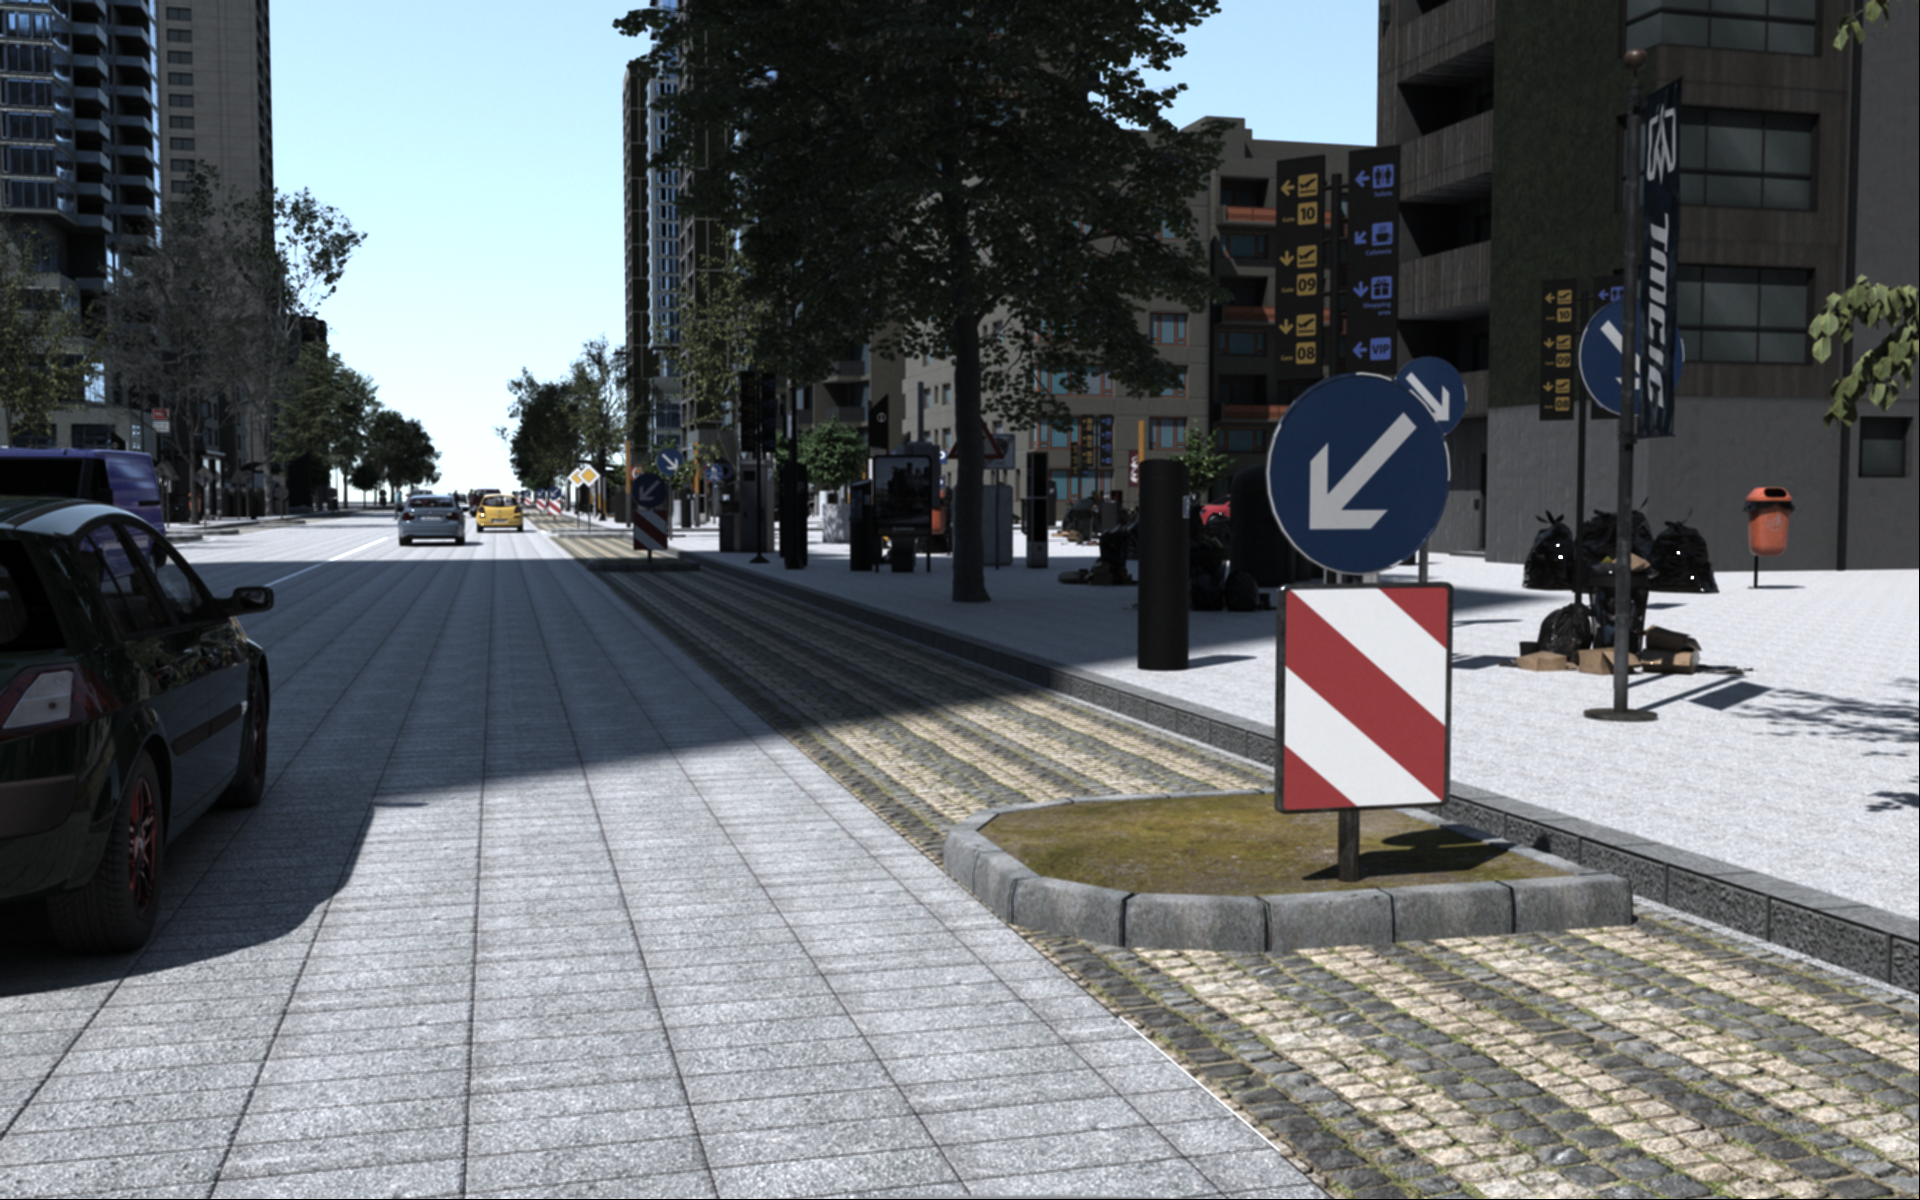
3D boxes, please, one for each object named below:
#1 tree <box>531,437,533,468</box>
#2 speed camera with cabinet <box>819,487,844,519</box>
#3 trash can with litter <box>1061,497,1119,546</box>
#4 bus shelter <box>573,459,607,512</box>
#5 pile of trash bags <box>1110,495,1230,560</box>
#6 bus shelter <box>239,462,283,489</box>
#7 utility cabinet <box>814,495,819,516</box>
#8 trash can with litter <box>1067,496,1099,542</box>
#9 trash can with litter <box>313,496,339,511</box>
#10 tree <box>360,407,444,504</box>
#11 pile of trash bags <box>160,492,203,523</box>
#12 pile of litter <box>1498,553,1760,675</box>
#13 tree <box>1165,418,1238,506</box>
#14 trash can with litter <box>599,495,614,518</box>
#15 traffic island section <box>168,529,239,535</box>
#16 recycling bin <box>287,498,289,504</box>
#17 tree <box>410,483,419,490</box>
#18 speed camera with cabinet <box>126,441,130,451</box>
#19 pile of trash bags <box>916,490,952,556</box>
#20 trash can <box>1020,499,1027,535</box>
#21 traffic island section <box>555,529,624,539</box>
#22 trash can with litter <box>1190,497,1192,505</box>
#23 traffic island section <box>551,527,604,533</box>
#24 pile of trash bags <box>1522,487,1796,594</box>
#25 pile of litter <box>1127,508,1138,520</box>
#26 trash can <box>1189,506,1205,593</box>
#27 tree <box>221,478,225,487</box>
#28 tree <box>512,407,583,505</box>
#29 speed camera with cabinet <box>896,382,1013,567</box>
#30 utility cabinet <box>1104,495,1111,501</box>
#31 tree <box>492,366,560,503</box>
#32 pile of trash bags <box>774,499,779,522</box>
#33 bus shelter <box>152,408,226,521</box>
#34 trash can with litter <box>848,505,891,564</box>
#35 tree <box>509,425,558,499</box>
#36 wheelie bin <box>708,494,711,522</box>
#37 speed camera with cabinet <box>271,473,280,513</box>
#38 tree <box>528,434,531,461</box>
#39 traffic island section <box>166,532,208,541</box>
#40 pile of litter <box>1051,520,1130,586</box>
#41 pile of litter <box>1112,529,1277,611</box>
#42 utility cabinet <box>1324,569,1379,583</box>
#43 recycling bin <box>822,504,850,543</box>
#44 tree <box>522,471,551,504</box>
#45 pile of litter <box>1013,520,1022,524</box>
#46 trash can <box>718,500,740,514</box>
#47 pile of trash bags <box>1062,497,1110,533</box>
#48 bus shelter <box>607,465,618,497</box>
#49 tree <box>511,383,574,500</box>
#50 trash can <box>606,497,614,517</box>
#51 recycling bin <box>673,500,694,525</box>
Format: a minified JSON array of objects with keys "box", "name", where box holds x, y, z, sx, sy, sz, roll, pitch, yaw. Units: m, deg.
[{"box":[-32.973,-11.937,145.536,4.737,8.622,4.395,0,3,0],"name":"tree"},{"box":[-6.281,-5.801,89.175,2.038,3.252,0.660,-3,5,-43],"name":"speed camera with cabinet"},{"box":[3.537,-1.983,43.480,1.678,1.210,2.233,-3,5,-44],"name":"trash can with litter"},{"box":[-25.814,-7.891,120.296,1.731,3.624,6.357,-1,4,-15],"name":"bus shelter"},{"box":[4.973,-1.489,34.102,3.447,1.369,1.912,-1,4,-21],"name":"pile of trash bags"},{"box":[-45.126,-7.216,111.905,2.014,3.302,5.546,-1,4,-15],"name":"bus shelter"},{"box":[-8.179,-5.625,103.133,1.020,1.237,0.306,-2,4,-31],"name":"utility cabinet"},{"box":[3.292,-2.161,46.718,0.624,1.170,1.055,2,4,24],"name":"trash can with litter"},{"box":[-48.129,-7.341,131.079,2.233,1.210,1.678,0,4,-4],"name":"trash can with litter"},{"box":[-74.609,-19.005,227.734,9.611,12.733,9.660,0,3,0],"name":"tree"},{"box":[-35.284,-4.143,77.483,1.912,1.369,3.447,1,4,19],"name":"pile of trash bags"},{"box":[4.881,0.079,12.672,1.719,0.858,1.176,2,4,31],"name":"pile of litter"},{"box":[5.952,-3.028,44.112,1.663,3.219,1.824,0,3,0],"name":"tree"},{"box":[-18.590,-5.140,95.103,2.233,1.210,1.678,0,4,2],"name":"trash can with litter"},{"box":[-26.713,-2.385,61.268,2.009,0.180,2.903,-1,4,-15],"name":"traffic island section"},{"box":[-43.042,-6.089,112.107,0.722,1.027,0.722,-3,5,-43],"name":"recycling bin"},{"box":[-88.660,-20.210,280.802,4.737,8.622,4.395,0,3,0],"name":"tree"},{"box":[-31.651,-4.295,64.558,2.038,3.252,0.660,-3,5,-40],"name":"speed camera with cabinet"},{"box":[-0.175,-1.700,37.550,1.912,1.369,3.447,1,4,12],"name":"pile of trash bags"},{"box":[2.244,-2.635,54.735,0.748,1.137,0.748,0,3,0],"name":"trash can"},{"box":[-12.145,-2.116,56.878,2.009,0.180,2.903,-1,4,-15],"name":"traffic island section"},{"box":[9.614,-3.799,73.495,0.624,1.170,1.055,-2,4,-25],"name":"trash can with litter"},{"box":[-14.208,-2.588,64.593,2.009,0.180,2.903,-1,4,-15],"name":"traffic island section"},{"box":[9.444,-0.820,23.159,3.447,1.369,1.912,0,4,-5],"name":"pile of trash bags"},{"box":[5.630,-2.424,53.595,1.176,0.858,1.719,1,4,19],"name":"pile of litter"},{"box":[2.618,-0.584,21.207,0.748,1.137,0.748,0,3,0],"name":"trash can"},{"box":[-48.901,-7.299,113.940,1.663,3.219,1.824,0,3,0],"name":"tree"},{"box":[-46.190,-16.452,194.742,9.928,11.665,9.643,0,3,0],"name":"tree"},{"box":[-0.098,-2.243,31.009,2.038,3.252,0.660,-1,4,-18],"name":"speed camera with cabinet"},{"box":[6.489,-4.016,76.826,0.306,1.237,1.020,-2,4,-25],"name":"utility cabinet"},{"box":[-62.188,-24.370,254.338,12.611,20.169,13.585,0,3,0],"name":"tree"},{"box":[-8.389,-4.300,80.064,1.912,1.369,3.447,-1,4,-23],"name":"pile of trash bags"},{"box":[-37.239,-6.479,83.558,2.179,5.291,8.768,-1,4,-15],"name":"bus shelter"},{"box":[-1.478,-1.250,31.819,1.055,1.170,0.624,-2,4,-34],"name":"trash can with litter"},{"box":[-67.660,-22.594,276.069,9.857,13.997,8.962,0,3,0],"name":"tree"},{"box":[-11.813,-4.382,79.558,0.693,1.594,0.980,0,4,-1],"name":"wheelie bin"},{"box":[-46.580,-7.476,116.560,0.660,3.252,2.038,1,4,11],"name":"speed camera with cabinet"},{"box":[-39.462,-13.257,167.107,4.737,8.622,4.395,0,3,0],"name":"tree"},{"box":[-24.651,-1.913,53.553,2.009,0.180,2.903,-1,4,-15],"name":"traffic island section"},{"box":[1.995,-0.663,24.807,1.176,0.858,1.719,0,4,-4],"name":"pile of litter"},{"box":[2.706,-0.328,19.336,1.719,0.858,1.176,1,4,19],"name":"pile of litter"},{"box":[3.196,-0.182,14.145,0.306,1.237,1.020,0,4,3],"name":"utility cabinet"},{"box":[-3.169,-2.047,46.020,0.722,1.027,0.722,2,4,33],"name":"recycling bin"},{"box":[-56.463,-15.368,234.974,4.285,4.588,4.351,0,3,0],"name":"tree"},{"box":[1.950,-3.680,74.132,1.176,0.858,1.719,-2,4,-31],"name":"pile of litter"},{"box":[-5.103,-1.689,39.266,0.748,1.137,0.748,0,3,0],"name":"trash can"},{"box":[5.178,-2.913,57.372,3.447,1.369,1.912,-1,4,-15],"name":"pile of trash bags"},{"box":[-27.480,-8.834,135.718,1.731,3.624,6.357,-1,4,-15],"name":"bus shelter"},{"box":[-42.128,-15.854,177.337,7.486,12.596,7.792,0,3,0],"name":"tree"},{"box":[-19.393,-5.192,96.547,0.748,1.137,0.748,0,3,0],"name":"trash can"},{"box":[-12.118,-3.878,75.967,0.722,1.027,0.722,1,4,11],"name":"recycling bin"}]
